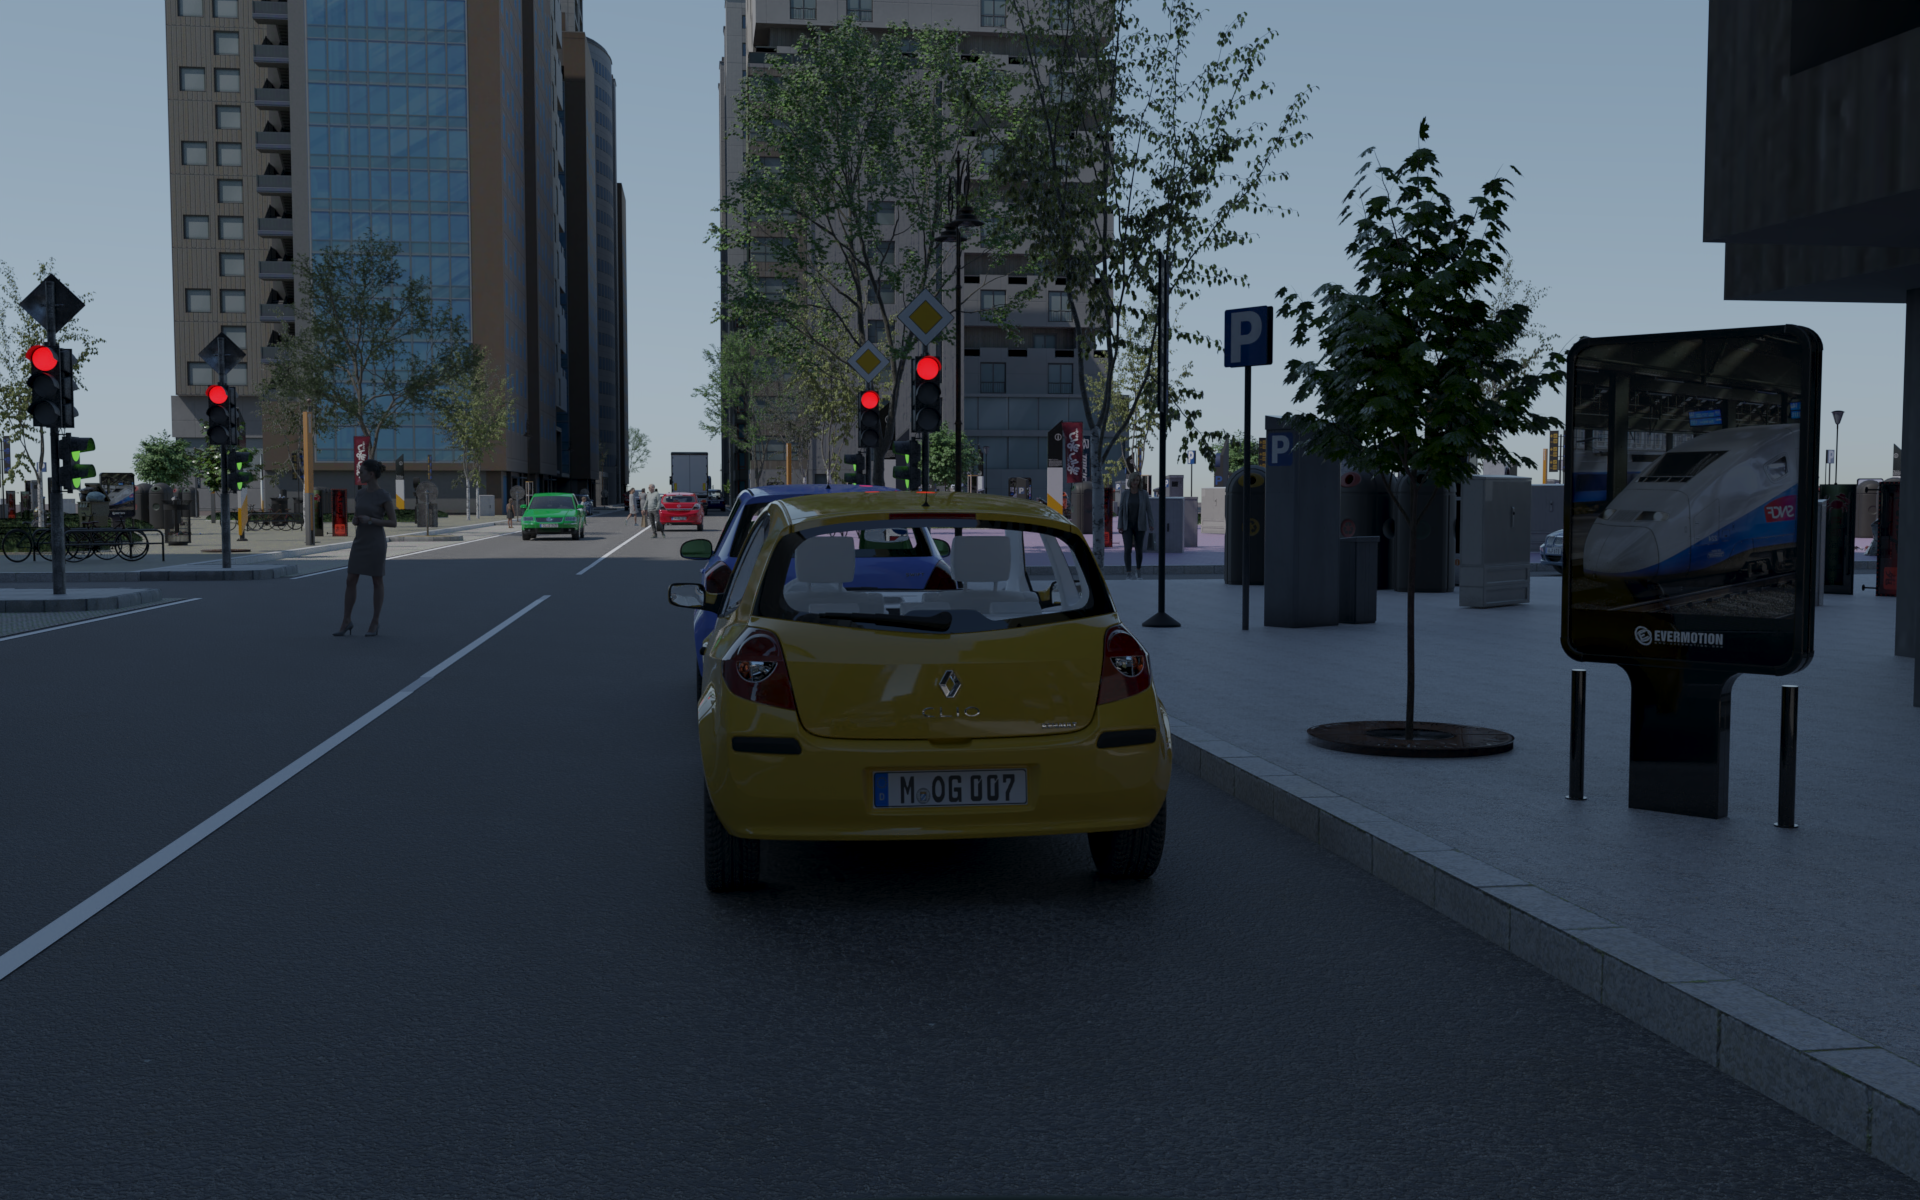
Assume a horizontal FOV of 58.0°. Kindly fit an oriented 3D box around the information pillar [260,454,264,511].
[{"bbox_3d":[-40.778,-6.717,101.178,0.183,3.616,0.504,-2,4,-28],"label":"information pillar"}]

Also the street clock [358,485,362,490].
[{"bbox_3d":[-35.515,-5.991,102.520,0.358,2.002,0.471,-1,4,-20],"label":"street clock"}]

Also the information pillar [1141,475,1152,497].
[{"bbox_3d":[7.114,-3.766,66.064,0.304,2.012,0.304,2,4,35],"label":"information pillar"}]

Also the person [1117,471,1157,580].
[{"bbox_3d":[2.947,-1.211,28.487,0.709,1.800,0.728,1,4,10],"label":"person"}]

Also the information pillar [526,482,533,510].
[{"bbox_3d":[-25.388,-5.975,102.175,0.304,2.012,0.304,-3,5,-42],"label":"information pillar"}]

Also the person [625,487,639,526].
[{"bbox_3d":[-14.780,-4.211,78.108,0.466,1.731,0.760,2,4,32],"label":"person"}]

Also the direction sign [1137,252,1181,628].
[{"bbox_3d":[1.953,-1.510,16.690,0.379,3.537,0.876,1,4,12],"label":"direction sign"}]

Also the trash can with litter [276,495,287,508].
[{"bbox_3d":[-35.179,-4.884,90.917,2.233,1.210,1.678,-1,4,-22],"label":"trash can with litter"}]

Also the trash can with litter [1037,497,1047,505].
[{"bbox_3d":[3.469,-3.476,68.228,1.055,1.170,0.624,-1,4,-9],"label":"trash can with litter"}]

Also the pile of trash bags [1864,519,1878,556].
[{"bbox_3d":[19.674,-1.589,35.739,1.912,1.369,3.447,3,5,39],"label":"pile of trash bags"}]

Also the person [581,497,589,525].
[{"bbox_3d":[-17.291,-4.072,79.321,0.590,1.304,0.306,-2,4,-26],"label":"person"}]

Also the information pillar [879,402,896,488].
[{"bbox_3d":[-1.767,-3.074,41.610,0.504,3.616,0.183,0,4,-7],"label":"information pillar"}]

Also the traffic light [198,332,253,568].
[{"bbox_3d":[-12.725,-2.511,29.982,0.839,4.253,0.868,-1,4,-9],"label":"traffic light"}]

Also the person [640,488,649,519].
[{"bbox_3d":[-18.155,-5.585,100.180,0.716,1.782,0.532,1,4,23],"label":"person"}]

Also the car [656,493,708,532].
[{"bbox_3d":[-10.962,-3.598,67.863,2.155,1.783,4.494,0,4,-8],"label":"car"}]

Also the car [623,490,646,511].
[{"bbox_3d":[-28.072,-8.661,150.282,2.281,1.827,5.304,-1,4,-10],"label":"car"}]

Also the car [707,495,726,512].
[{"bbox_3d":[-20.130,-7.916,142.013,1.945,1.354,3.894,-1,4,-10],"label":"car"}]

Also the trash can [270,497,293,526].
[{"bbox_3d":[-27.070,-3.503,68.923,0.748,1.137,0.748,0,3,0],"label":"trash can"}]

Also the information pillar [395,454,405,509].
[{"bbox_3d":[-32.481,-6.676,100.512,0.504,3.616,0.183,0,4,6],"label":"information pillar"}]

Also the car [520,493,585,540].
[{"bbox_3d":[-12.918,-2.830,55.059,1.959,1.807,4.718,-1,4,-10],"label":"car"}]

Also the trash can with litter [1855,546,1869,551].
[{"bbox_3d":[20.703,-1.796,40.418,1.678,1.210,2.233,3,4,37],"label":"trash can with litter"}]

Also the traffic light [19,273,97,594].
[{"bbox_3d":[-11.527,-2.029,22.087,0.839,4.253,0.868,-1,4,-9],"label":"traffic light"}]

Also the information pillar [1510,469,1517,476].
[{"bbox_3d":[34.231,-7.086,107.215,0.504,3.616,0.183,3,4,38],"label":"information pillar"}]

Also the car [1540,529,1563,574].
[{"bbox_3d":[12.452,-1.122,30.354,4.499,1.417,2.014,-1,4,-10],"label":"car"}]

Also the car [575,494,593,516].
[{"bbox_3d":[-25.672,-6.397,116.600,2.014,1.417,4.499,-1,4,-9],"label":"car"}]

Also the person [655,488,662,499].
[{"bbox_3d":[-20.781,-6.738,118.676,1.348,1.824,0.705,2,4,34],"label":"person"}]

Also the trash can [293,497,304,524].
[{"bbox_3d":[-28.316,-3.841,74.448,0.748,1.137,0.748,0,3,0],"label":"trash can"}]

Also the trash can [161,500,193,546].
[{"bbox_3d":[-19.488,-1.925,43.134,0.748,1.137,0.748,0,3,0],"label":"trash can"}]

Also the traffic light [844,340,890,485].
[{"bbox_3d":[-1.692,-2.614,31.666,0.839,4.253,0.868,-1,4,-9],"label":"traffic light"}]

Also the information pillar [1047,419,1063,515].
[{"bbox_3d":[2.998,-3.853,54.352,0.504,3.616,0.183,0,4,-5],"label":"information pillar"}]

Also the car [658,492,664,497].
[{"bbox_3d":[-28.014,-9.250,160.834,1.945,1.707,3.694,-1,4,-9],"label":"car"}]

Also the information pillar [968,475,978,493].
[{"bbox_3d":[0.500,-3.848,67.405,0.304,2.012,0.304,-1,4,-22],"label":"information pillar"}]

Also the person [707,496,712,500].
[{"bbox_3d":[-19.112,-7.347,129.335,1.217,1.736,0.721,0,4,5],"label":"person"}]

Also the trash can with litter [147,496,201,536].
[{"bbox_3d":[-24.658,-2.637,54.164,1.678,1.210,2.233,-1,4,-17],"label":"trash can with litter"}]

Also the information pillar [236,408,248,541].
[{"bbox_3d":[-19.612,-3.421,47.295,0.183,3.616,0.504,0,4,-2],"label":"information pillar"}]

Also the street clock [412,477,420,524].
[{"bbox_3d":[-23.304,-4.266,74.312,0.358,2.002,0.471,-1,4,-9],"label":"street clock"}]

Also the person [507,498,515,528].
[{"bbox_3d":[-18.771,-3.620,72.361,0.362,1.253,0.373,2,4,28],"label":"person"}]

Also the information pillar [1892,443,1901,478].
[{"bbox_3d":[43.294,-5.421,79.992,0.183,3.616,0.504,-2,4,-30],"label":"information pillar"}]

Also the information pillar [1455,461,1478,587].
[{"bbox_3d":[6.986,-1.198,24.078,0.304,2.012,0.304,3,5,39],"label":"information pillar"}]

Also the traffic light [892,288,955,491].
[{"bbox_3d":[-0.494,-2.131,23.771,0.839,4.253,0.868,-1,4,-9],"label":"traffic light"}]

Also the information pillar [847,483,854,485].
[{"bbox_3d":[-5.286,-4.849,83.778,0.304,2.012,0.304,0,4,7],"label":"information pillar"}]

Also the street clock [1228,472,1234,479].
[{"bbox_3d":[9.029,-3.243,57.594,0.358,2.002,0.471,0,4,2],"label":"street clock"}]

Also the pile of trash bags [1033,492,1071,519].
[{"bbox_3d":[3.510,-4.532,83.848,3.447,1.369,1.912,0,4,3],"label":"pile of trash bags"}]

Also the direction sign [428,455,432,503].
[{"bbox_3d":[-30.463,-6.579,99.570,0.379,3.537,0.876,-2,4,-29],"label":"direction sign"}]

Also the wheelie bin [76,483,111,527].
[{"bbox_3d":[-24.217,-2.478,48.418,0.980,1.594,0.693,2,4,28],"label":"wheelie bin"}]

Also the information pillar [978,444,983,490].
[{"bbox_3d":[0.968,-5.493,81.161,0.183,3.616,0.504,-1,4,-21],"label":"information pillar"}]

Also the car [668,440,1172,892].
[{"bbox_3d":[-0.301,0.151,7.759,2.015,1.641,3.980,0,4,-8],"label":"car"}]

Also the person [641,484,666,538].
[{"bbox_3d":[-10.002,-2.893,56.287,0.782,1.767,0.515,2,4,28],"label":"person"}]

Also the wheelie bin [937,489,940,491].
[{"bbox_3d":[-1.466,-5.958,105.327,0.980,1.594,0.693,-3,5,-41],"label":"wheelie bin"}]

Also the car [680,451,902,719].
[{"bbox_3d":[-0.980,-0.151,12.067,1.945,1.707,3.694,0,4,-8],"label":"car"}]

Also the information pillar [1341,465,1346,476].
[{"bbox_3d":[7.726,-2.637,34.462,0.504,3.616,0.183,0,4,-3],"label":"information pillar"}]

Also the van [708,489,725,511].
[{"bbox_3d":[-21.259,-8.711,149.441,2.013,2.044,4.112,-1,4,-9],"label":"van"}]

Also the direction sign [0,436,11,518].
[{"bbox_3d":[-37.176,-4.604,67.264,0.876,3.537,0.379,1,4,20],"label":"direction sign"}]

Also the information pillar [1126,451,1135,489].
[{"bbox_3d":[9.345,-6.335,94.935,0.504,3.616,0.183,1,4,8],"label":"information pillar"}]

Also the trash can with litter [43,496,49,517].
[{"bbox_3d":[-44.090,-4.438,83.611,1.678,1.210,2.233,-1,4,-15],"label":"trash can with litter"}]

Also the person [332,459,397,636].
[{"bbox_3d":[-6.004,-0.527,17.465,0.599,1.781,0.374,1,4,19],"label":"person"}]

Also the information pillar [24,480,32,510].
[{"bbox_3d":[-49.531,-5.357,92.075,0.304,2.012,0.304,-2,4,-30],"label":"information pillar"}]
